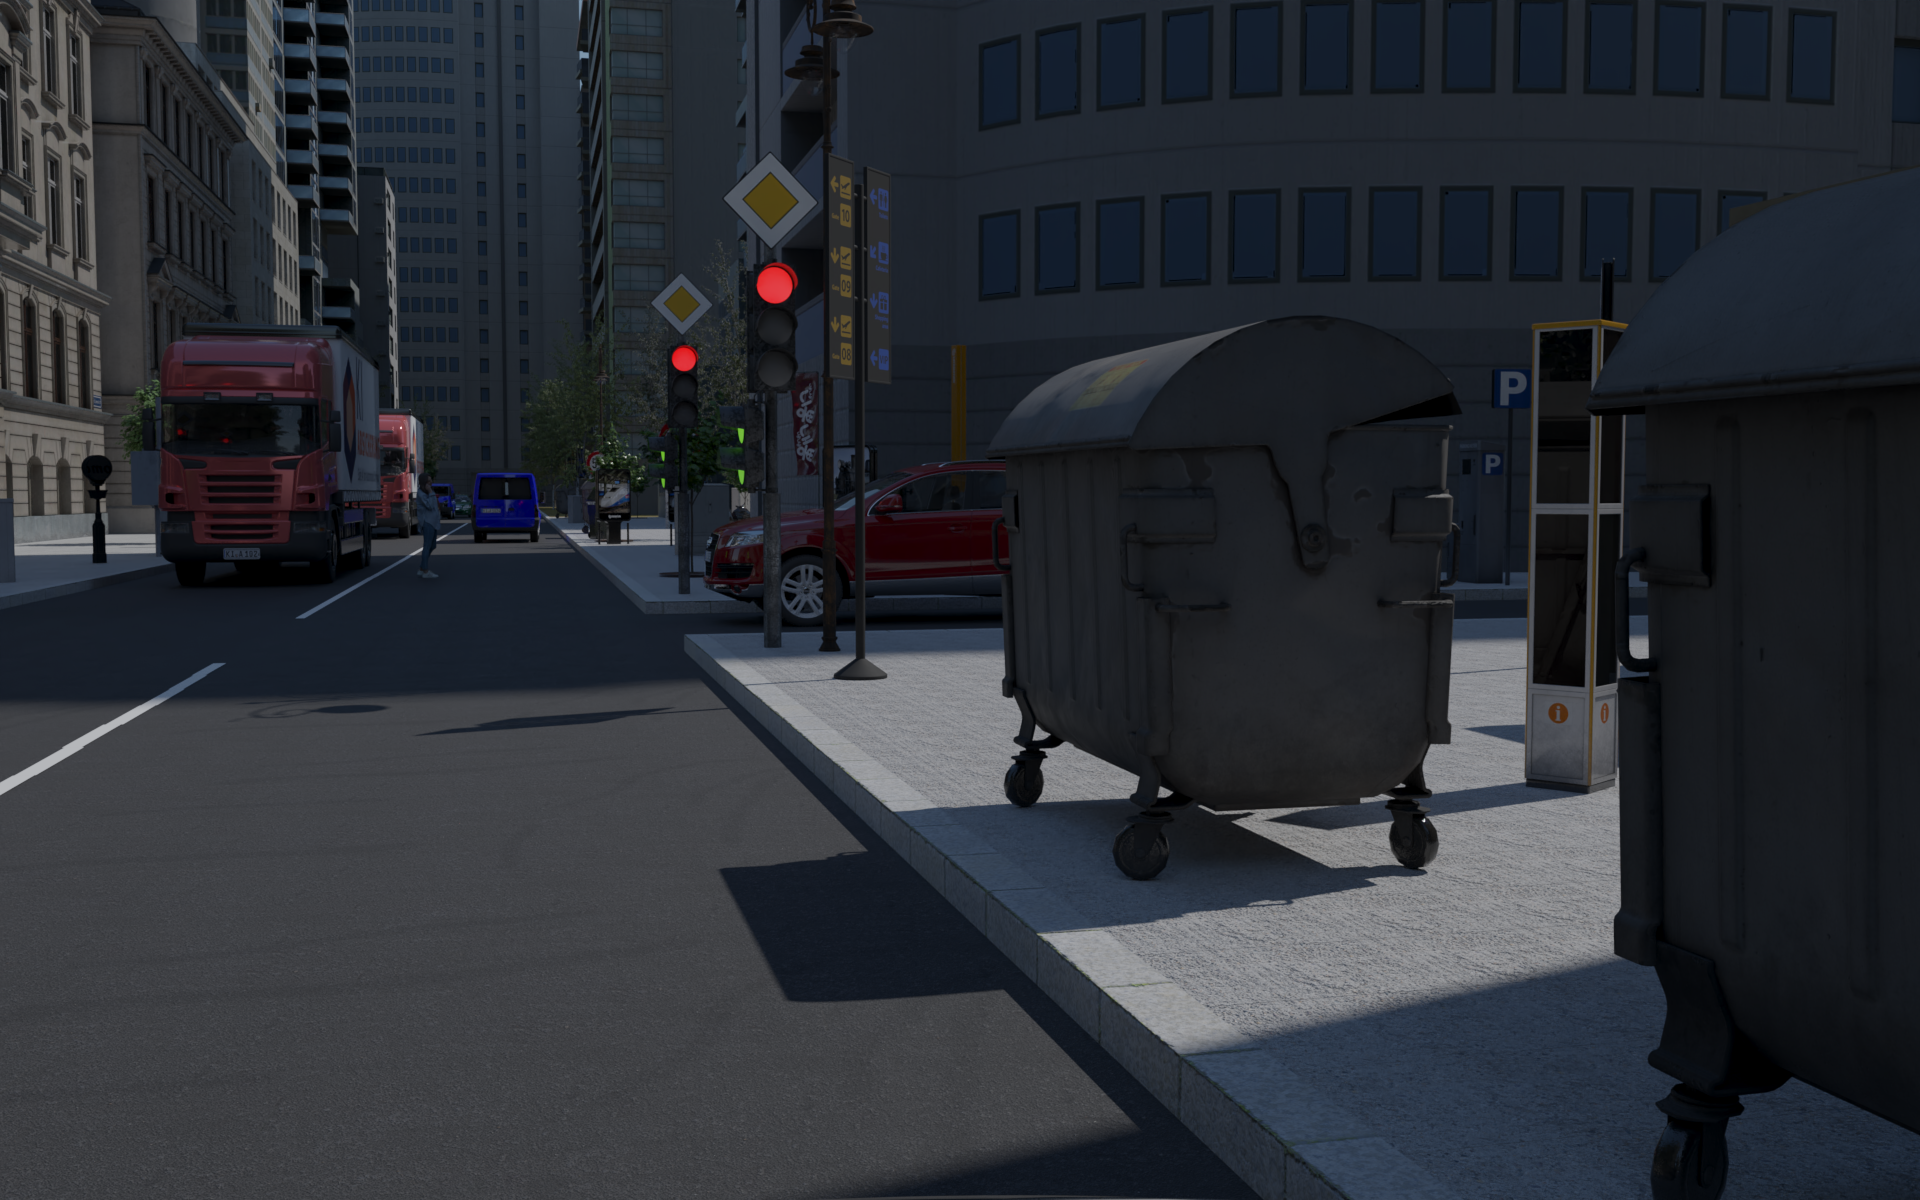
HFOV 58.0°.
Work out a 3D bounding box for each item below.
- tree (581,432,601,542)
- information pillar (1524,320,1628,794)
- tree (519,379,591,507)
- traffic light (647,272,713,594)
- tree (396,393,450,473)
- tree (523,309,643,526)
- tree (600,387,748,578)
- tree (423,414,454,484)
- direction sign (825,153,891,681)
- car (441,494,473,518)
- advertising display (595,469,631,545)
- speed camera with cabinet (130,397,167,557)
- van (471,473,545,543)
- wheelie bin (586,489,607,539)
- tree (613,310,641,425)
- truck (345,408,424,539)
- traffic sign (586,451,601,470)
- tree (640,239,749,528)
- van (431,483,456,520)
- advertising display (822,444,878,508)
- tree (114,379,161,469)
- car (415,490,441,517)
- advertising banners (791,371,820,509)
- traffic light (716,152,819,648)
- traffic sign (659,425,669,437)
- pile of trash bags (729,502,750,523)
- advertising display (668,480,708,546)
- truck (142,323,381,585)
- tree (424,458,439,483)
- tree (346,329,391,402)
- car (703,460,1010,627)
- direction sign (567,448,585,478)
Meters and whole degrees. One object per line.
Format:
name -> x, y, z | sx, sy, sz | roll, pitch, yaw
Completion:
tree -> -9.397, -3.167, 46.374 | 1.663, 3.219, 1.824 | 0, 3, 0
information pillar -> 2.679, -0.186, 7.539 | 0.304, 2.012, 0.304 | 3, 5, 42
tree -> -39.641, -15.438, 170.540 | 7.486, 12.596, 7.792 | 0, 3, 0
traffic light -> -3.559, -2.031, 22.128 | 0.839, 4.253, 0.868 | -1, 4, -14
tree -> -39.925, -10.820, 127.268 | 4.737, 8.622, 4.395 | 0, 3, 0
tree -> -14.880, -7.299, 69.708 | 4.737, 8.622, 4.395 | 0, 3, 0
tree -> -4.309, -1.981, 26.985 | 1.663, 3.219, 1.824 | 0, 3, 0
tree -> -48.497, -12.723, 158.386 | 4.360, 8.622, 3.978 | 0, 3, 0
direction sign -> -0.694, -1.222, 11.984 | 0.379, 3.537, 0.876 | 2, 4, 26
car -> -30.911, -5.795, 106.551 | 2.131, 1.459, 4.920 | -1, 4, -14
advertising display -> -8.820, -2.377, 44.082 | 0.974, 1.923, 0.123 | -3, 5, -43
speed camera with cabinet -> -16.587, -2.557, 36.145 | 0.660, 3.252, 2.038 | 0, 4, -2
van -> -13.807, -2.963, 52.826 | 2.240, 2.365, 5.245 | -1, 4, -13
wheelie bin -> -10.205, -2.529, 49.262 | 0.693, 1.594, 0.980 | -3, 4, -36
tree -> -10.829, -6.957, 64.113 | 4.360, 8.622, 3.978 | 0, 3, 0
truck -> -19.759, -4.278, 58.862 | 2.839, 4.237, 11.283 | -1, 4, -15
traffic sign -> -10.577, -3.104, 50.863 | 0.768, 2.556, 0.104 | 0, 4, -7
tree -> -6.028, -6.061, 49.464 | 4.360, 8.622, 3.978 | 0, 3, 0
van -> -29.801, -5.759, 98.550 | 2.240, 2.365, 5.245 | -1, 4, -14
advertising display -> -1.445, -1.070, 22.713 | 0.123, 1.923, 0.974 | -3, 5, -45
tree -> -20.148, -3.748, 44.997 | 4.285, 4.588, 4.351 | 0, 3, 0
car -> -26.046, -4.539, 82.893 | 2.281, 1.827, 5.304 | -1, 4, -13
advertising banners -> -1.569, -1.731, 24.489 | 2.074, 3.025, 0.090 | 2, 4, 30
traffic light -> -1.587, -1.558, 14.390 | 0.839, 4.253, 0.868 | -1, 4, -14
traffic sign -> -4.701, -1.781, 29.220 | 0.768, 2.556, 0.104 | -1, 4, -12
pile of trash bags -> -7.274, -2.764, 54.943 | 1.912, 1.369, 3.447 | 2, 4, 33
advertising display -> -6.712, -2.295, 42.741 | 0.974, 1.923, 0.123 | 0, 4, 4
truck -> -12.051, -2.565, 30.854 | 2.839, 4.237, 11.283 | -1, 4, -14
tree -> -42.053, -9.202, 134.167 | 4.285, 4.588, 4.351 | 0, 3, 0
tree -> -27.504, -7.731, 76.771 | 4.360, 8.622, 3.978 | 0, 3, 0
car -> -0.294, -0.692, 19.980 | 5.304, 1.827, 2.281 | -1, 4, -14
direction sign -> -18.899, -5.711, 85.378 | 0.876, 3.537, 0.379 | 0, 4, 6
